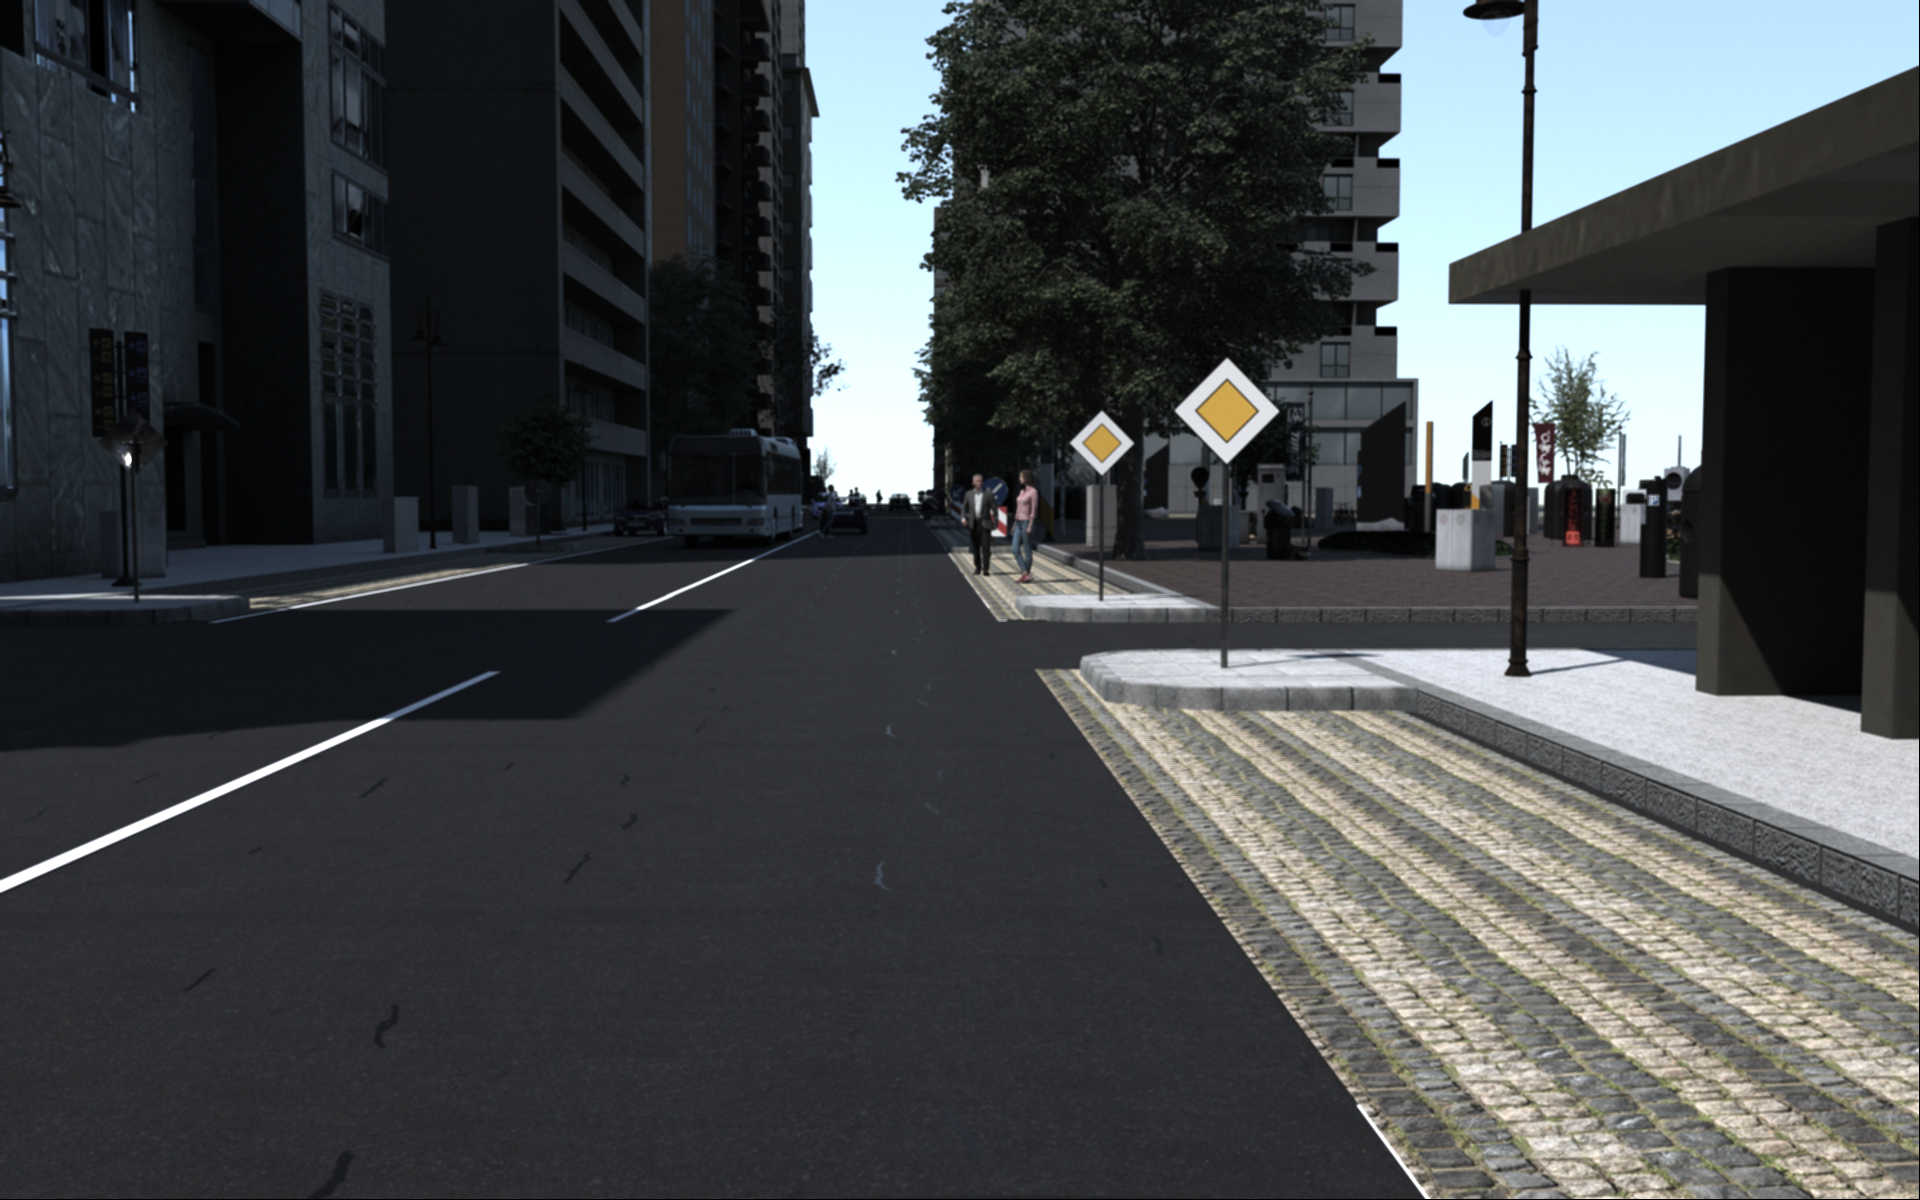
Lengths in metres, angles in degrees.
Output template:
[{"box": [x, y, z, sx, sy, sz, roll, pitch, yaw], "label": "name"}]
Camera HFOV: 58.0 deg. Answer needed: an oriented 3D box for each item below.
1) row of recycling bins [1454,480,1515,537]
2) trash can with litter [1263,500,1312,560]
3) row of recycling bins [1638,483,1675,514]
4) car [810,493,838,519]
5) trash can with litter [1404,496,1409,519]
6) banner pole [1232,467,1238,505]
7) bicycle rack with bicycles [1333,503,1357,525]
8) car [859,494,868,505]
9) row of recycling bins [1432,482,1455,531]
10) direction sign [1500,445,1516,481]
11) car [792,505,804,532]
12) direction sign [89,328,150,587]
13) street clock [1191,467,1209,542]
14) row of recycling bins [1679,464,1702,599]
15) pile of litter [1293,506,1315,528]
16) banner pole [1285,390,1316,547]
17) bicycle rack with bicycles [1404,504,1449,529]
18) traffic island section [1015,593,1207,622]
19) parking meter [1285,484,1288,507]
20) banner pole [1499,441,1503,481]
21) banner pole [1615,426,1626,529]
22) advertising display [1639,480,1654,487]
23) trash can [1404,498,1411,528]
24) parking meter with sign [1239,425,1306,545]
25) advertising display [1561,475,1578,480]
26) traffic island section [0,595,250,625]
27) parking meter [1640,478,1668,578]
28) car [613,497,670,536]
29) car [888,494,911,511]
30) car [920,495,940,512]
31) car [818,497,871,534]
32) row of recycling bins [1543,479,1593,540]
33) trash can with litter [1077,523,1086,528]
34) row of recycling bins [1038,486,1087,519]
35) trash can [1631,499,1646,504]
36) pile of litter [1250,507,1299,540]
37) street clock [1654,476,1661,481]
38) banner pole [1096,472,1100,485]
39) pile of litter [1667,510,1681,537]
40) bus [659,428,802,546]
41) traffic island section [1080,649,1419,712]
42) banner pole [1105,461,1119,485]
[{"box": [16.441, -2.840, 53.540, 1.069, 1.692, 3.534, 0, 4, -1], "label": "row of recycling bins"}, {"box": [6.489, -1.392, 34.139, 0.624, 1.170, 1.055, -3, 4, -37], "label": "trash can with litter"}, {"box": [26.278, -3.425, 63.106, 1.069, 1.692, 3.534, -2, 4, -34], "label": "row of recycling bins"}, {"box": [-7.583, -5.481, 99.205, 1.945, 1.707, 3.694, 0, 4, -3], "label": "car"}, {"box": [22.016, -4.639, 86.899, 1.678, 1.210, 2.233, -3, 5, -42], "label": "trash can with litter"}, {"box": [9.491, -4.225, 59.102, 0.401, 3.779, 0.863, -3, 4, -37], "label": "banner pole"}, {"box": [16.533, -3.608, 72.379, 2.925, 0.926, 2.852, -3, 5, -43], "label": "bicycle rack with bicycles"}, {"box": [-13.376, -13.568, 232.064, 2.015, 1.641, 3.980, 0, 4, -3], "label": "car"}, {"box": [18.152, -3.314, 61.296, 3.534, 1.692, 1.069, 0, 4, -6], "label": "row of recycling bins"}, {"box": [25.113, -5.337, 79.259, 0.876, 3.537, 0.379, 0, 4, -8], "label": "direction sign"}, {"box": [-7.022, -3.308, 66.446, 2.083, 1.381, 4.827, 0, 4, -3], "label": "car"}, {"box": [-11.639, -1.962, 24.072, 0.379, 3.537, 0.876, 2, 4, 28], "label": "direction sign"}, {"box": [6.359, -2.528, 45.896, 0.471, 2.002, 0.358, 1, 4, 12], "label": "street clock"}, {"box": [10.615, -0.843, 20.894, 3.534, 1.692, 1.069, 1, 4, 16], "label": "row of recycling bins"}, {"box": [12.658, -3.154, 65.534, 1.719, 0.858, 1.176, 1, 4, 17], "label": "pile of litter"}, {"box": [8.209, -3.160, 41.688, 0.863, 3.779, 0.401, -1, 4, -13], "label": "banner pole"}, {"box": [17.760, -3.086, 63.834, 2.852, 0.926, 2.925, -3, 4, -36], "label": "bicycle rack with bicycles"}, {"box": [1.712, 0.092, 20.777, 2.009, 0.180, 2.903, 0, 4, -2], "label": "traffic island section"}, {"box": [16.791, -5.145, 89.839, 0.255, 1.863, 0.399, -3, 5, -43], "label": "parking meter"}, {"box": [25.589, -5.619, 81.894, 0.401, 3.779, 0.863, 2, 4, 28], "label": "banner pole"}, {"box": [24.404, -4.518, 63.886, 0.401, 3.779, 0.863, 3, 5, 40], "label": "banner pole"}, {"box": [31.075, -4.461, 78.148, 0.123, 1.923, 0.974, -2, 4, -29], "label": "advertising display"}, {"box": [17.327, -3.343, 66.304, 0.748, 1.137, 0.748, 0, 3, 0], "label": "trash can"}, {"box": [7.912, -2.925, 44.092, 1.738, 3.016, 0.543, 1, 4, 12], "label": "parking meter with sign"}, {"box": [20.264, -3.205, 57.614, 0.123, 1.923, 0.974, 0, 4, -7], "label": "advertising display"}, {"box": [-9.723, 0.114, 20.414, 2.009, 0.180, 2.903, 0, 4, -2], "label": "traffic island section"}, {"box": [10.640, -1.110, 26.560, 0.372, 1.533, 0.369, 0, 3, 0], "label": "parking meter"}, {"box": [-10.747, -2.862, 59.382, 1.945, 1.354, 3.894, 0, 3, 0], "label": "car"}, {"box": [-5.088, -8.409, 146.284, 1.959, 1.807, 4.718, 0, 4, -1], "label": "car"}, {"box": [-2.152, -7.501, 135.229, 1.945, 1.354, 3.894, 0, 4, -1], "label": "car"}, {"box": [-4.237, -3.101, 63.286, 1.945, 1.354, 3.894, 0, 4, -3], "label": "car"}, {"box": [17.386, -2.605, 49.700, 1.069, 1.692, 3.534, 1, 4, 10], "label": "row of recycling bins"}, {"box": [5.199, -3.248, 64.166, 1.678, 1.210, 2.233, -2, 4, -26], "label": "trash can with litter"}, {"box": [5.335, -5.076, 90.112, 1.069, 1.692, 3.534, -3, 4, -36], "label": "row of recycling bins"}, {"box": [20.599, -2.483, 52.251, 0.748, 1.137, 0.748, 0, 3, 0], "label": "trash can"}, {"box": [8.256, -2.081, 47.982, 1.176, 0.858, 1.719, -3, 5, -43], "label": "pile of litter"}, {"box": [27.907, -3.962, 69.347, 0.358, 2.002, 0.471, 1, 4, 13], "label": "street clock"}, {"box": [7.844, -6.449, 95.452, 0.863, 3.779, 0.401, -1, 4, -22], "label": "banner pole"}, {"box": [19.716, -2.106, 48.395, 1.176, 0.858, 1.719, 1, 4, 9], "label": "pile of litter"}, {"box": [-6.464, -3.436, 51.041, 2.948, 3.499, 13.247, 0, 4, -1], "label": "bus"}, {"box": [1.970, 0.580, 12.796, 2.009, 0.180, 2.903, 0, 4, -2], "label": "traffic island section"}, {"box": [7.489, -5.730, 83.704, 0.401, 3.779, 0.863, -2, 4, -29], "label": "banner pole"}]
